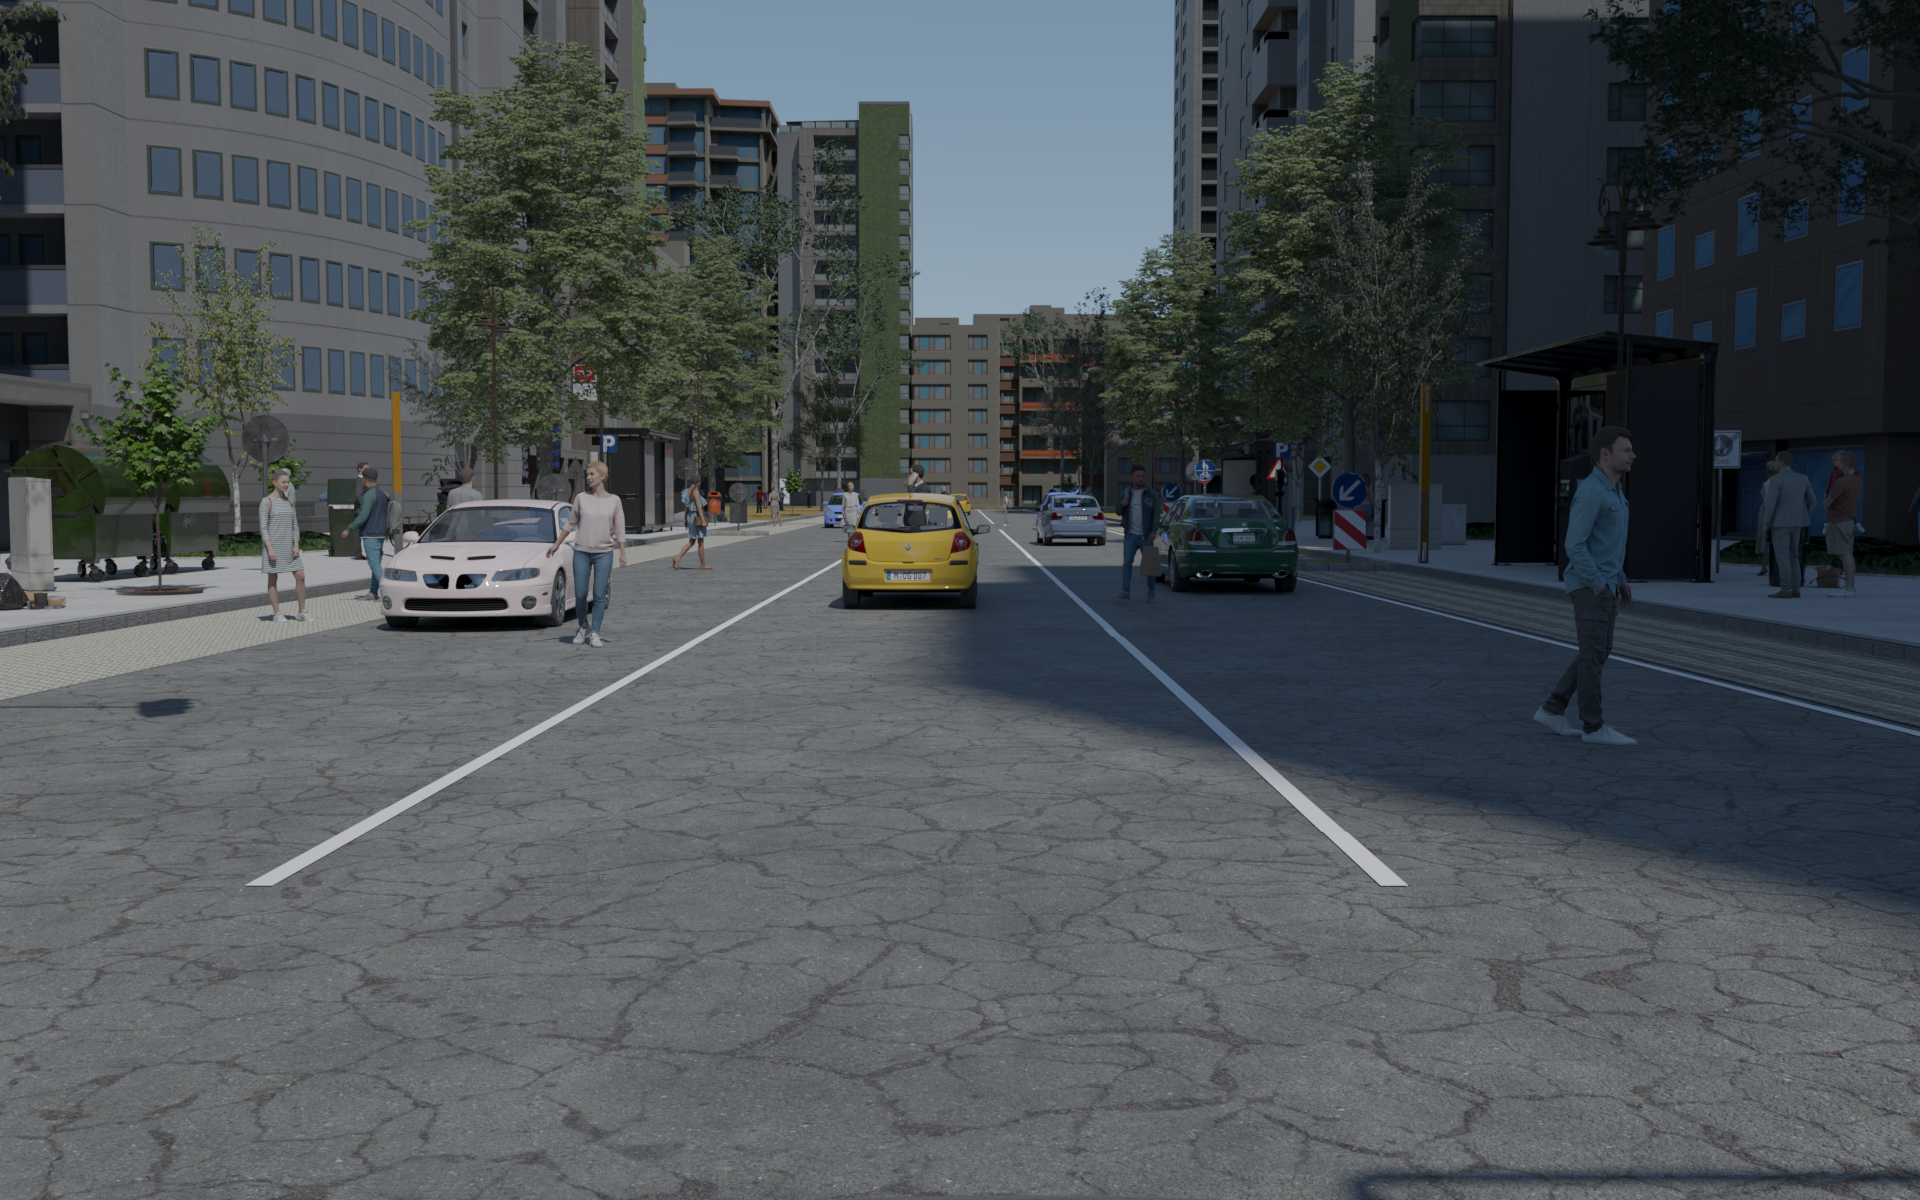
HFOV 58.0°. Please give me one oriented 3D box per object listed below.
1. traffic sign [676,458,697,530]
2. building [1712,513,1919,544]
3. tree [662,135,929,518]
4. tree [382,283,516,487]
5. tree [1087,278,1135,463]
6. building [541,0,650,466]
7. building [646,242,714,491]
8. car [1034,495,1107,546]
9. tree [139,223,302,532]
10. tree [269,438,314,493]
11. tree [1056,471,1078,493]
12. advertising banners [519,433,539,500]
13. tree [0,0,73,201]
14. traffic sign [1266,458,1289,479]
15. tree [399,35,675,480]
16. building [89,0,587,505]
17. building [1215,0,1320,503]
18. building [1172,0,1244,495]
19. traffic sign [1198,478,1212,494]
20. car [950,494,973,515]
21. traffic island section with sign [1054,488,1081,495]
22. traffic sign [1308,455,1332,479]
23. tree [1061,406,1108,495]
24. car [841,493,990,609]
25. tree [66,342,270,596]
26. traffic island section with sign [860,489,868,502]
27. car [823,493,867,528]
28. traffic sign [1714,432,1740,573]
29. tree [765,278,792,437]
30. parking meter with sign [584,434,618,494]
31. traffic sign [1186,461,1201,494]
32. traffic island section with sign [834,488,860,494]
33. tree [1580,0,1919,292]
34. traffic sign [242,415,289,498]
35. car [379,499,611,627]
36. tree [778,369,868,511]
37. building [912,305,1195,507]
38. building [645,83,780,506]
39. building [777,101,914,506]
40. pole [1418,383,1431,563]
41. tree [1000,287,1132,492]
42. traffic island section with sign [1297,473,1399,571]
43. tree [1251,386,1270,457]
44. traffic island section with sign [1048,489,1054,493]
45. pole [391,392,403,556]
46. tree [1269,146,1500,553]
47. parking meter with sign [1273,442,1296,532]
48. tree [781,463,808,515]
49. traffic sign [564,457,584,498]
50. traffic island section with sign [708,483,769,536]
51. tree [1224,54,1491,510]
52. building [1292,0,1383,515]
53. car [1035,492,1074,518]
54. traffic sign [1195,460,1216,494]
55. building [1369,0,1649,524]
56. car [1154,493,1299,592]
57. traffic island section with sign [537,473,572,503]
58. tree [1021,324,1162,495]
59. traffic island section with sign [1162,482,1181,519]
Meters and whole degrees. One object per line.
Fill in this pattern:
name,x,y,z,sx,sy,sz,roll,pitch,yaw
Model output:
traffic sign,-9.657,-3.729,61.083,0.768,2.556,0.104,0,4,6
building,27.900,-24.171,45.300,14.600,45.320,14.200,0,3,0
tree,-8.934,-14.422,91.693,12.611,20.169,13.585,0,3,0
tree,-16.981,-6.624,58.660,4.360,8.622,3.978,0,3,0
tree,9.257,-9.613,75.302,7.486,12.596,7.792,0,3,0
building,-28.027,-26.069,109.816,14.154,41.232,14.086,0,3,0
building,-35.540,-17.695,134.352,28.899,21.520,27.650,0,3,0
car,3.150,-2.284,49.348,2.014,1.417,4.499,0,4,-1
tree,-19.796,-5.908,46.964,4.737,8.622,4.395,0,3,0
tree,-19.865,-3.424,50.591,1.663,3.219,1.824,0,3,0
tree,9.367,-9.400,148.287,1.663,3.219,1.824,0,3,0
advertising banners,-12.181,-3.311,50.316,0.090,3.025,2.074,1,4,21
tree,-11.051,-4.094,17.292,4.360,8.622,3.978,0,3,0
traffic sign,11.129,-3.698,60.458,0.884,2.594,0.081,0,4,1
tree,-10.152,-7.653,43.252,7.486,12.596,7.792,0,3,0
building,-31.342,-39.959,91.587,20.563,71.187,20.611,0,3,0
building,35.005,-33.245,132.794,28.713,52.752,27.495,0,3,0
building,34.415,-45.785,186.834,20.611,71.187,20.563,0,3,0
traffic sign,11.630,-5.040,82.506,0.768,2.556,0.104,1,4,9
car,-0.128,-6.559,117.463,2.015,1.641,3.980,0,4,0
traffic island section with sign,7.131,-6.161,109.356,1.989,1.847,2.006,0,3,0
traffic sign,12.057,-3.563,57.992,0.795,2.593,0.064,1,4,9
tree,10.079,-11.741,142.333,4.360,8.622,3.978,0,3,0
car,-0.606,-0.787,23.091,2.015,1.641,3.980,0,4,1
tree,-10.186,-1.686,22.160,1.663,3.219,1.824,0,3,0
traffic island section with sign,-7.578,-7.854,137.045,1.989,1.847,2.006,0,3,0
car,-4.866,-3.934,73.908,1.945,1.707,3.694,0,4,0
traffic sign,12.258,-1.580,27.961,0.606,2.300,0.079,0,4,2
tree,-11.036,-9.660,76.060,7.486,12.596,7.792,0,3,0
parking meter with sign,-10.513,-3.282,49.925,0.543,3.016,1.738,1,4,19
traffic sign,9.042,-4.065,66.574,0.768,2.556,0.104,0,4,3
traffic island section with sign,-7.602,-6.206,110.090,1.989,1.847,2.006,0,3,0
tree,9.274,-4.974,15.744,7.601,10.594,8.767,-2,4,-31
traffic sign,-11.201,-1.703,27.946,0.768,2.556,0.104,0,4,1
car,-5.270,-0.476,20.148,2.083,1.381,4.827,0,4,-1
tree,-9.967,-11.855,128.241,7.601,10.594,8.767,-3,5,-43
building,9.525,-21.142,190.712,28.899,21.520,27.650,0,3,0
building,-34.074,-32.587,187.428,28.867,44.769,22.147,0,3,0
building,-11.970,-30.599,183.894,14.086,41.232,14.154,0,3,0
pole,8.583,-2.334,32.005,0.158,3.312,0.155,0,3,0
tree,10.684,-18.449,157.534,12.611,20.169,13.585,0,3,0
traffic island section with sign,7.098,-1.479,32.811,1.989,1.847,2.006,0,3,0
tree,15.636,-7.938,80.143,4.360,8.622,3.978,0,3,0
traffic island section with sign,7.145,-7.822,136.524,1.989,1.847,2.006,0,3,0
pole,-11.278,-2.499,34.702,0.158,3.312,0.155,0,3,0
tree,9.334,-5.326,37.447,4.360,8.622,3.978,0,3,0
parking meter with sign,10.988,-3.802,58.429,0.543,3.016,1.738,1,4,20
tree,-10.285,-6.824,106.178,1.663,3.219,1.824,0,3,0
traffic sign,-13.446,-3.706,60.605,0.884,2.594,0.081,0,4,5
traffic island section with sign,-7.624,-3.123,59.682,1.989,1.847,2.006,0,3,0
tree,10.077,-7.780,45.326,7.486,12.596,7.792,0,3,0
building,31.173,-34.407,104.552,21.231,58.520,28.212,0,3,0
car,4.033,-3.705,70.162,1.945,1.707,3.694,0,4,-1
traffic sign,9.079,-3.920,64.199,0.768,2.556,0.104,0,4,1
building,25.126,-18.580,75.481,14.160,30.474,14.107,0,3,0
car,3.999,-0.917,26.791,2.131,1.459,4.920,0,4,0
traffic island section with sign,-7.633,-1.447,32.294,1.989,1.847,2.006,0,3,0
tree,9.557,-13.073,124.119,12.009,13.543,11.850,0,3,0
traffic island section with sign,7.096,-3.128,59.766,1.989,1.847,2.006,0,3,0
